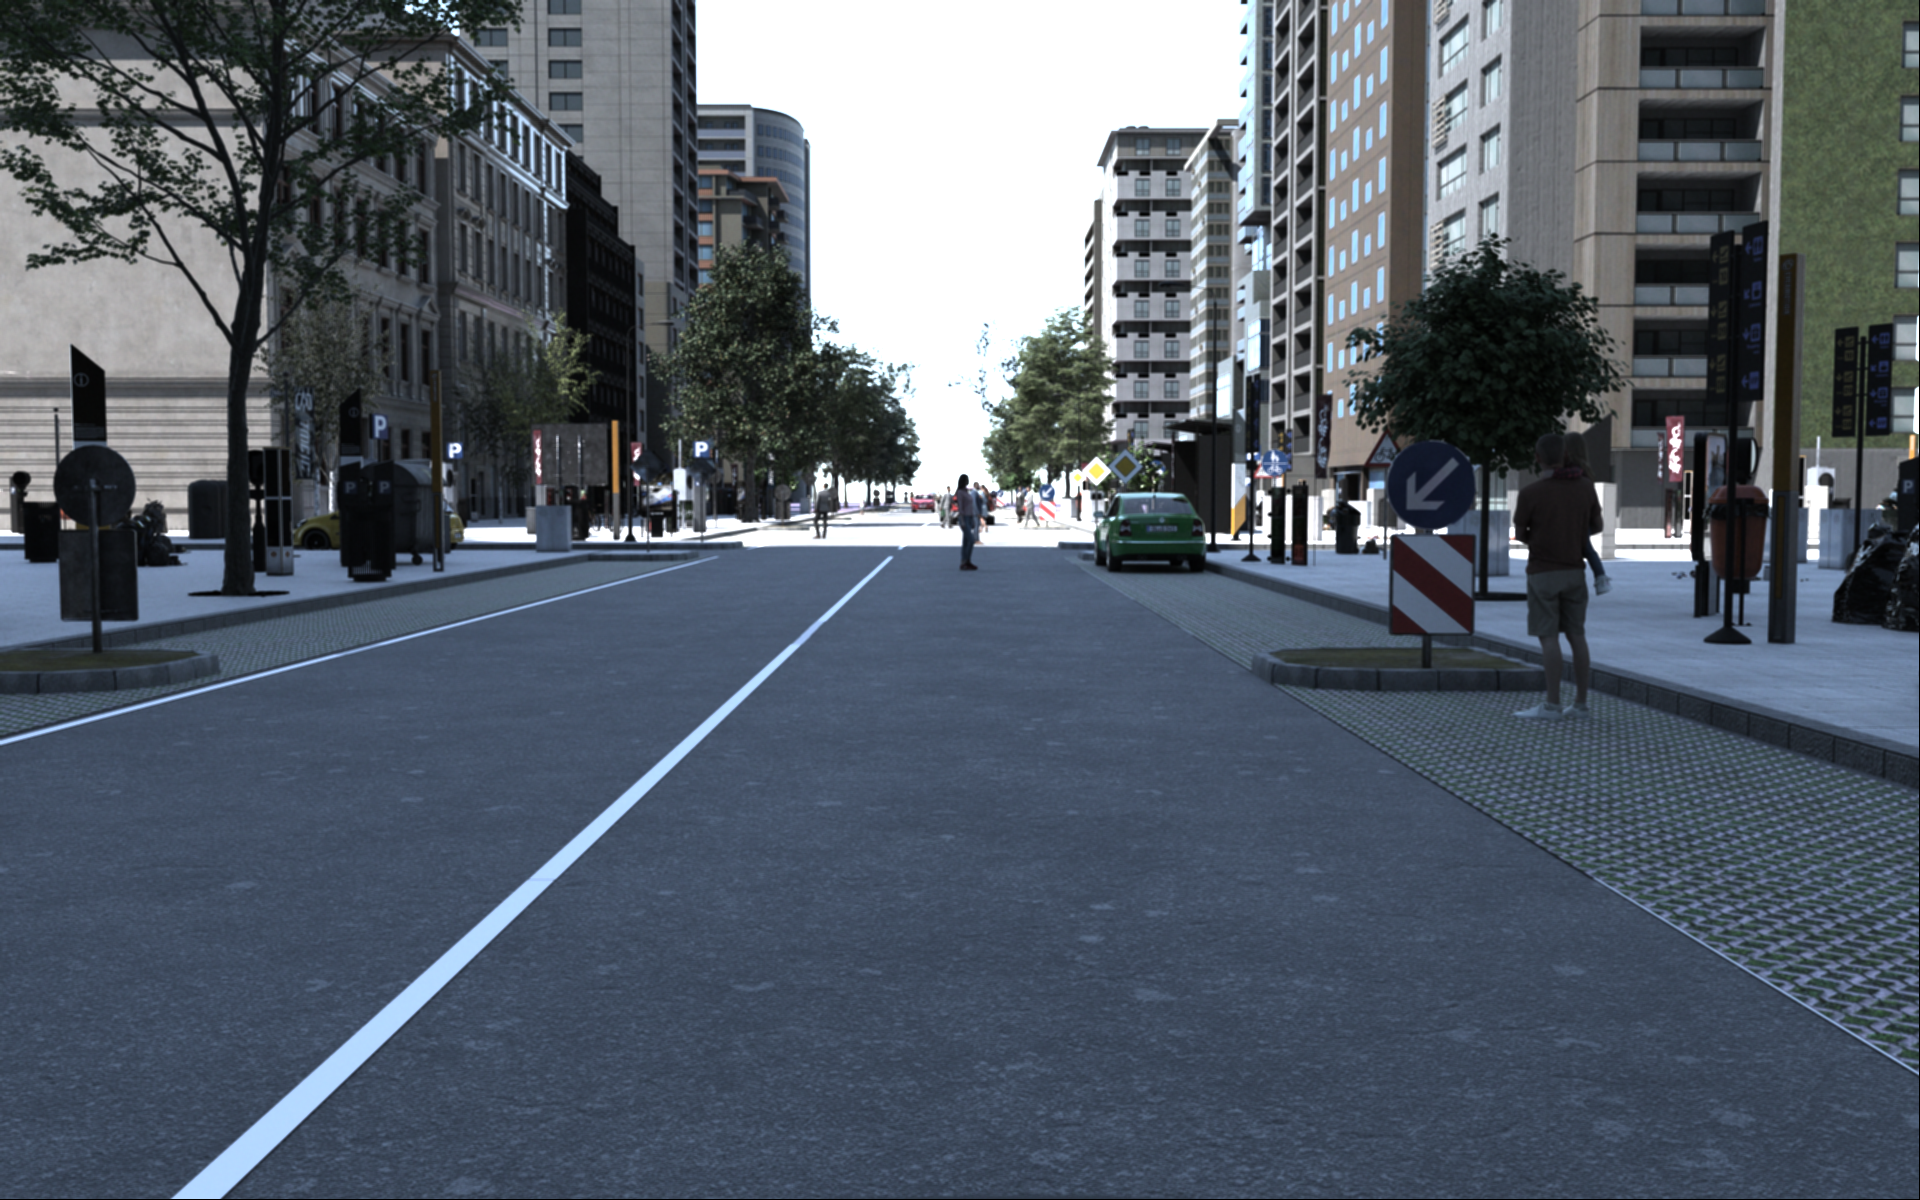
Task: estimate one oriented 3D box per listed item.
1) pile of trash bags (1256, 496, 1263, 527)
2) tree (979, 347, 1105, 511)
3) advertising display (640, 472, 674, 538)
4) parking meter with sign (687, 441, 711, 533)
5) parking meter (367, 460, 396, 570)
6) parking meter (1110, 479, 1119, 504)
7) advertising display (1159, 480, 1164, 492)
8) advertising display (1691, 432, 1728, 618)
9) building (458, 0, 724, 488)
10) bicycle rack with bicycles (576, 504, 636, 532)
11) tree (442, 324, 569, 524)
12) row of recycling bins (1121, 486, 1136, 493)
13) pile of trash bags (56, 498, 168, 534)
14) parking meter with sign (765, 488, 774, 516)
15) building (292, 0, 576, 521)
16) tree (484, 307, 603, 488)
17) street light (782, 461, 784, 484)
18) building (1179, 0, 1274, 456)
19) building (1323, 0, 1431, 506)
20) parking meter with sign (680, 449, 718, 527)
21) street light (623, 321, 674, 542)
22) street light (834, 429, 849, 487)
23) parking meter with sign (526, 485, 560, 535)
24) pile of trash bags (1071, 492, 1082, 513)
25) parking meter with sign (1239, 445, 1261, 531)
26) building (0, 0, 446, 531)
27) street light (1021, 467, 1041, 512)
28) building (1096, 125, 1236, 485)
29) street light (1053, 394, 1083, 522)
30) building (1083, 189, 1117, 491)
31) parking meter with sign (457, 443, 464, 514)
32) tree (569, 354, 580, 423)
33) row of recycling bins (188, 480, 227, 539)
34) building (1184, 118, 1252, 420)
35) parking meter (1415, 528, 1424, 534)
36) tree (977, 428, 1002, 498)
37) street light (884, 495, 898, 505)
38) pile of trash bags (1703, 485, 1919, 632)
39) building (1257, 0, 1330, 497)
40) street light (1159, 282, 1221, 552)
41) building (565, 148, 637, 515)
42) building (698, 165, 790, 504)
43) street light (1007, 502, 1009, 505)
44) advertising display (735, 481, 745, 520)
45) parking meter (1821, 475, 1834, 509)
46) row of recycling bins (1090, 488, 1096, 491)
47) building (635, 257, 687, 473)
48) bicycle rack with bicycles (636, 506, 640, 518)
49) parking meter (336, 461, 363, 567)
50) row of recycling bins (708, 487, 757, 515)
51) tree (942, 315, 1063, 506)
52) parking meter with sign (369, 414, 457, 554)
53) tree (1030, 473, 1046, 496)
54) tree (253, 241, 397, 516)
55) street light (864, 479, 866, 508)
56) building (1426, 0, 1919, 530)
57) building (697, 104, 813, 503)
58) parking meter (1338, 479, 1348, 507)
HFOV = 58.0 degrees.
[{"bbox_3d":[11.985,-3.602,68.643,3.447,1.369,1.912,1,4,22],"label":"pile of trash bags"},{"bbox_3d":[6.651,-13.024,129.946,9.611,12.733,9.660,0,3,0],"label":"tree"},{"bbox_3d":[-8.904,-2.791,50.851,0.974,1.923,0.123,-1,4,-14],"label":"advertising display"},{"bbox_3d":[-8.683,-3.764,57.799,0.543,3.016,1.738,-1,4,-13],"label":"parking meter with sign"},{"bbox_3d":[-9.820,-1.449,29.397,0.399,1.863,0.255,-3,4,-38],"label":"parking meter"},{"bbox_3d":[5.823,-3.641,65.245,0.255,1.863,0.399,2,4,25],"label":"parking meter"},{"bbox_3d":[8.883,-4.393,77.036,0.123,1.923,0.974,1,4,22],"label":"advertising display"},{"bbox_3d":[7.909,-0.799,18.285,0.123,1.923,0.974,3,4,36],"label":"advertising display"},{"bbox_3d":[-32.772,-44.078,158.925,20.563,71.187,20.611,0,3,0],"label":"building"},{"bbox_3d":[-12.768,-2.762,58.534,2.852,0.926,2.925,-1,4,-23],"label":"bicycle rack with bicycles"},{"bbox_3d":[-19.857,-7.568,74.101,4.360,8.622,3.978,0,3,0],"label":"tree"},{"bbox_3d":[8.594,-5.139,91.132,1.069,1.692,3.534,1,4,20],"label":"row of recycling bins"},{"bbox_3d":[-27.511,-2.847,56.299,3.447,1.369,1.912,-1,4,-12],"label":"pile of trash bags"},{"bbox_3d":[-11.401,-6.562,103.552,0.543,3.016,1.738,-1,4,-22],"label":"parking meter with sign"},{"bbox_3d":[-29.348,-18.066,92.639,12.463,27.353,25.104,0,3,0],"label":"building"},{"bbox_3d":[-16.122,-7.156,67.361,4.737,8.622,4.395,0,3,0],"label":"tree"},{"bbox_3d":[-8.331,-6.991,86.840,1.470,5.913,1.316,0,3,0],"label":"street light"},{"bbox_3d":[31.210,-50.669,141.101,22.319,86.520,31.000,0,3,0],"label":"building"},{"bbox_3d":[26.394,-26.597,84.980,14.600,45.320,14.200,0,3,0],"label":"building"},{"bbox_3d":[-10.249,-4.323,66.946,1.738,3.016,0.543,0,4,4],"label":"parking meter with sign"},{"bbox_3d":[-8.350,-4.526,46.534,1.470,5.913,1.316,0,3,0],"label":"street light"},{"bbox_3d":[-8.331,-9.168,122.445,1.470,5.913,1.316,0,3,0],"label":"street light"},{"bbox_3d":[-13.302,-3.630,55.615,0.543,3.016,1.738,1,4,18],"label":"parking meter with sign"},{"bbox_3d":[8.111,-6.600,117.661,1.912,1.369,3.447,0,4,-6],"label":"pile of trash bags"},{"bbox_3d":[10.143,-3.949,60.829,0.543,3.016,1.738,1,4,19],"label":"parking meter with sign"},{"bbox_3d":[-29.032,-14.281,69.652,11.583,22.565,21.152,0,3,0],"label":"building"},{"bbox_3d":[5.042,-9.073,120.890,1.470,5.913,1.316,0,3,0],"label":"street light"},{"bbox_3d":[34.466,-40.070,244.390,28.713,52.752,27.495,0,3,0],"label":"building"},{"bbox_3d":[4.988,-6.588,80.253,1.470,5.913,1.316,0,3,0],"label":"street light"},{"bbox_3d":[30.588,-39.479,269.181,21.300,48.544,21.600,0,3,0],"label":"building"},{"bbox_3d":[-17.124,-3.770,57.907,0.543,3.016,1.738,0,4,2],"label":"parking meter with sign"},{"bbox_3d":[-20.028,-8.096,82.737,4.360,8.622,3.978,0,3,0],"label":"tree"},{"bbox_3d":[-21.855,-2.679,50.917,1.069,1.692,3.534,-1,4,-11],"label":"row of recycling bins"},{"bbox_3d":[35.850,-29.304,170.996,32.217,40.220,23.993,0,3,0],"label":"building"},{"bbox_3d":[14.625,-3.013,54.975,0.399,1.863,0.255,1,4,23],"label":"parking meter"},{"bbox_3d":[6.213,-20.932,267.986,9.928,11.665,9.643,0,3,0],"label":"tree"},{"bbox_3d":[-8.370,-14.263,205.747,1.470,5.913,1.316,0,3,0],"label":"street light"},{"bbox_3d":[9.047,-0.430,16.778,3.447,1.369,1.912,1,4,13],"label":"pile of trash bags"},{"bbox_3d":[29.704,-41.058,109.550,20.563,71.187,20.611,0,3,0],"label":"building"},{"bbox_3d":[5.041,-4.005,38.023,1.470,5.913,1.316,0,3,0],"label":"street light"},{"bbox_3d":[-28.786,-17.340,113.191,12.332,23.373,15.834,0,3,0],"label":"building"},{"bbox_3d":[-34.635,-35.377,233.039,22.147,44.769,28.867,0,3,0],"label":"building"},{"bbox_3d":[5.050,-11.306,157.391,1.470,5.913,1.316,0,3,0],"label":"street light"},{"bbox_3d":[-10.777,-4.872,84.871,0.123,1.923,0.974,1,4,18],"label":"advertising display"},{"bbox_3d":[27.117,-2.965,54.183,0.399,1.863,0.255,-3,5,-39],"label":"parking meter"},{"bbox_3d":[8.158,-5.804,102.013,1.069,1.692,3.534,0,4,-1],"label":"row of recycling bins"},{"bbox_3d":[-37.398,-17.779,135.729,27.650,21.520,28.899,0,3,0],"label":"building"},{"bbox_3d":[-18.214,-4.926,93.920,2.925,0.926,2.852,0,4,-5],"label":"bicycle rack with bicycles"},{"bbox_3d":[-10.796,-1.523,30.620,0.399,1.863,0.255,-2,4,-25],"label":"parking meter"},{"bbox_3d":[-14.529,-6.367,111.217,3.534,1.692,1.069,-3,5,-39],"label":"row of recycling bins"},{"bbox_3d":[4.979,-20.061,183.885,12.611,20.169,13.585,0,3,0],"label":"tree"},{"bbox_3d":[-11.885,-2.525,37.550,1.738,3.016,0.543,1,4,19],"label":"parking meter with sign"},{"bbox_3d":[6.486,-9.262,146.043,1.663,3.219,1.824,0,3,0],"label":"tree"},{"bbox_3d":[-18.493,-6.085,49.849,4.360,8.622,3.978,0,3,0],"label":"tree"},{"bbox_3d":[-8.381,-11.634,162.751,1.470,5.913,1.316,0,3,0],"label":"street light"},{"bbox_3d":[26.856,-23.435,66.760,14.086,41.232,14.154,0,3,0],"label":"building"},{"bbox_3d":[-34.054,-44.020,261.724,21.231,58.520,28.212,0,3,0],"label":"building"},{"bbox_3d":[14.622,-3.698,66.181,0.255,1.863,0.399,-1,4,-17],"label":"parking meter"}]
